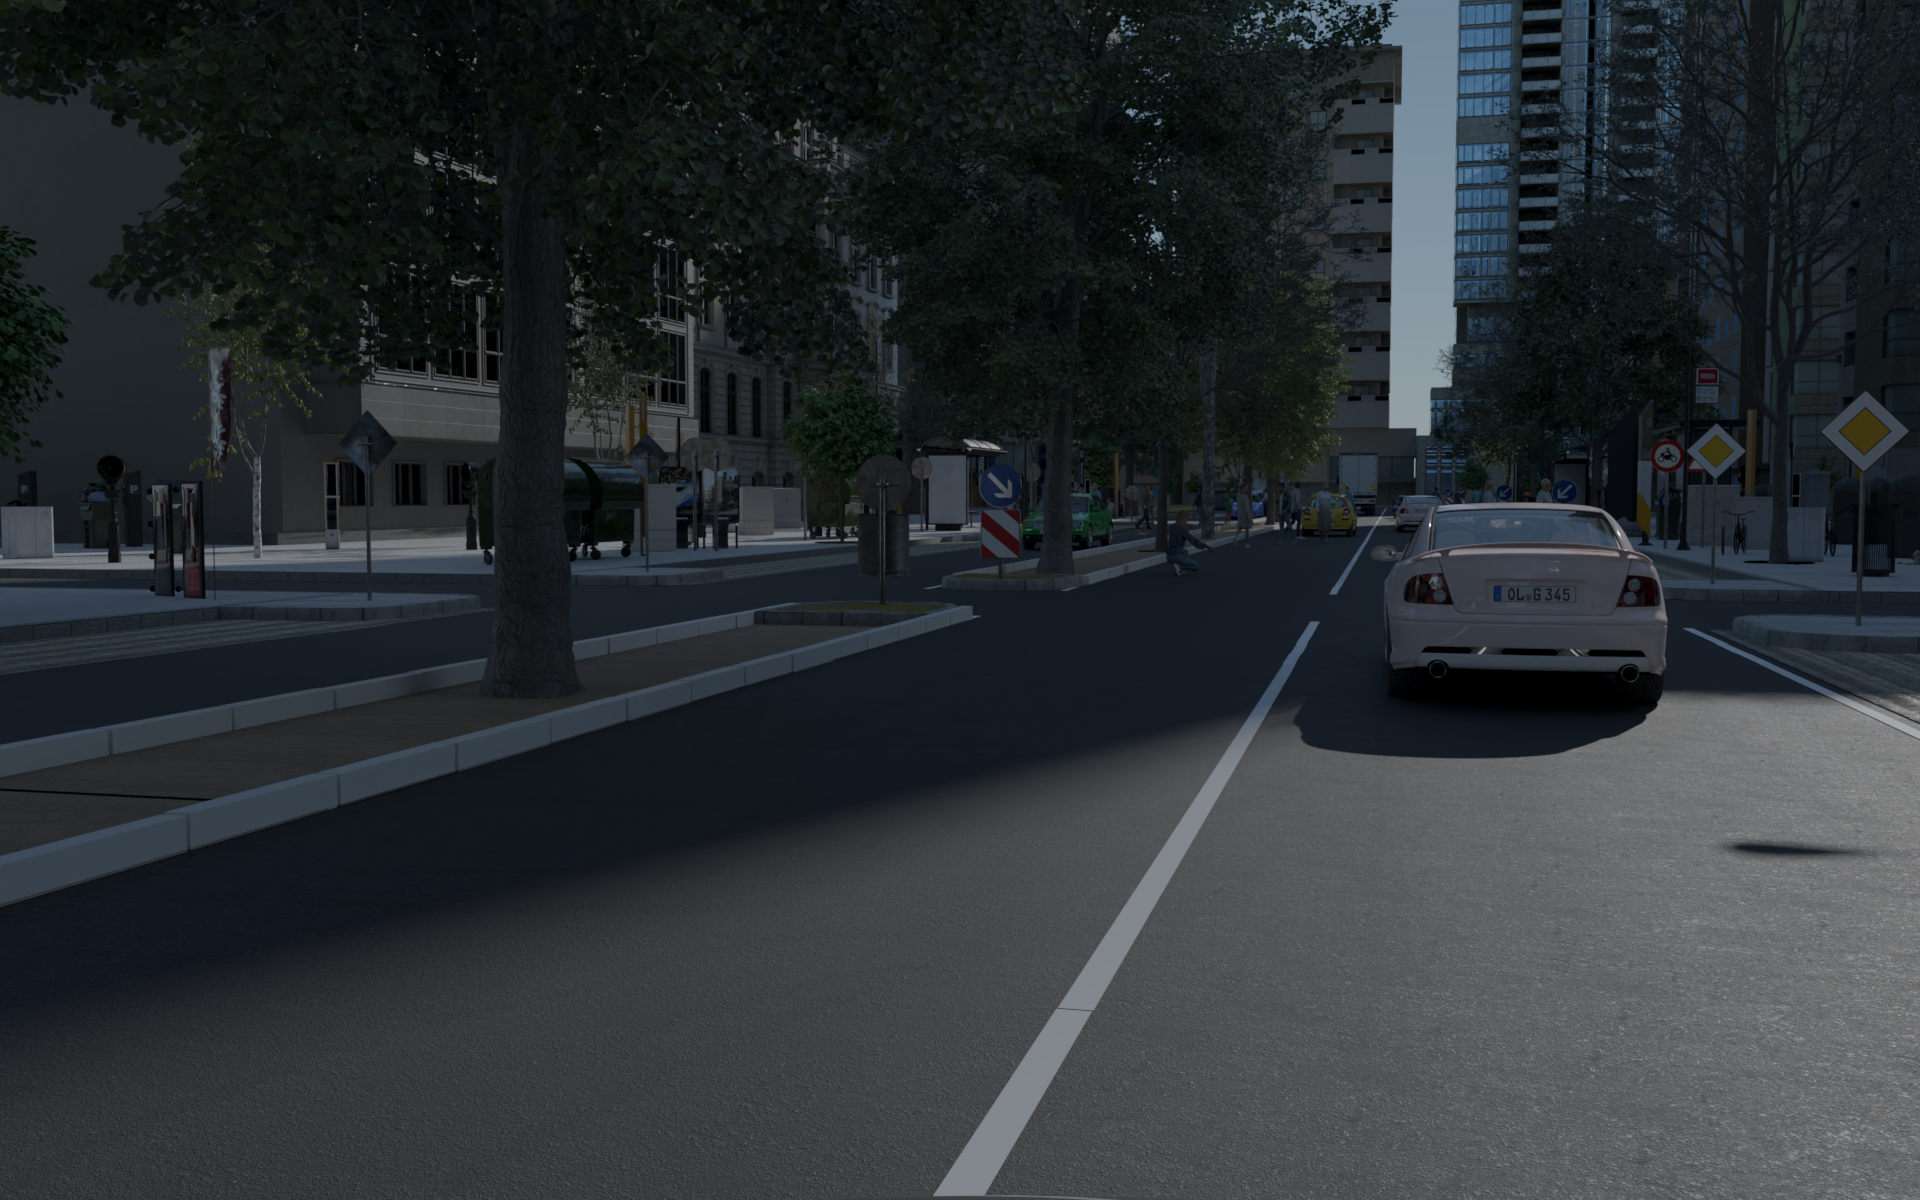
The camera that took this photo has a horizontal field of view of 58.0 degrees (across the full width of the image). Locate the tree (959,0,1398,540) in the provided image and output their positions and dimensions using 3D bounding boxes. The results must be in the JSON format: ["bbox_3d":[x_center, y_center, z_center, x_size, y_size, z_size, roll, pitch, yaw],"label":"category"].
[{"bbox_3d":[6.807,-12.017,54.831,12.611,20.169,13.585,0,3,0],"label":"tree"}]

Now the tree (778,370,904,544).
[{"bbox_3d":[-3.112,-3.775,45.438,4.285,4.588,4.351,0,3,0],"label":"tree"}]

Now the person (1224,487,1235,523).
[{"bbox_3d":[13.184,-4.678,85.237,0.529,1.795,0.600,-3,4,-36],"label":"person"}]

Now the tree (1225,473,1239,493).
[{"bbox_3d":[25.345,-10.136,160.328,1.663,3.219,1.824,0,3,0],"label":"tree"}]

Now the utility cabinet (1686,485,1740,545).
[{"bbox_3d":[18.601,-2.086,42.782,1.173,1.500,0.318,1,4,22],"label":"utility cabinet"}]

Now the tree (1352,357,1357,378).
[{"bbox_3d":[14.301,-9.742,79.872,7.486,12.596,7.792,0,3,0],"label":"tree"}]

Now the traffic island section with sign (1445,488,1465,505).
[{"bbox_3d":[35.667,-7.050,123.901,1.989,1.847,2.006,1,4,14],"label":"traffic island section with sign"}]

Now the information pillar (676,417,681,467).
[{"bbox_3d":[-8.588,-3.760,52.826,0.183,3.616,0.504,-1,4,-17],"label":"information pillar"}]

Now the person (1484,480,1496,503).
[{"bbox_3d":[13.077,-2.083,42.915,0.624,1.780,0.694,1,4,16],"label":"person"}]

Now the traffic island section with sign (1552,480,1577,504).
[{"bbox_3d":[16.728,-2.437,48.476,1.989,1.847,2.006,1,4,14],"label":"traffic island section with sign"}]

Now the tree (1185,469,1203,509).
[{"bbox_3d":[17.214,-8.150,127.846,1.663,3.219,1.824,0,3,0],"label":"tree"}]

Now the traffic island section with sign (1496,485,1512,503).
[{"bbox_3d":[23.288,-4.036,74.624,1.989,1.847,2.006,1,4,14],"label":"traffic island section with sign"}]

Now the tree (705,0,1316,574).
[{"bbox_3d":[1.696,-7.405,30.190,9.857,13.997,8.962,0,3,0],"label":"tree"}]

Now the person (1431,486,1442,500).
[{"bbox_3d":[23.790,-4.782,86.677,0.713,1.824,0.794,-2,4,-25],"label":"person"}]

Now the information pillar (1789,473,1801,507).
[{"bbox_3d":[29.212,-3.432,60.601,0.304,2.012,0.304,1,4,15],"label":"information pillar"}]

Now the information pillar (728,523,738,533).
[{"bbox_3d":[-7.510,-3.231,57.317,0.304,2.012,0.304,1,4,8],"label":"information pillar"}]

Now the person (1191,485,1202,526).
[{"bbox_3d":[10.801,-4.266,78.227,0.794,1.824,0.713,0,4,-6],"label":"person"}]

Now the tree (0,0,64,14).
[{"bbox_3d":[-4.928,-5.074,3.547,7.486,12.596,7.792,0,3,0],"label":"tree"}]

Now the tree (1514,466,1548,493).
[{"bbox_3d":[30.849,-6.026,93.131,1.663,3.219,1.824,0,3,0],"label":"tree"}]

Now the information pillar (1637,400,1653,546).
[{"bbox_3d":[17.053,-3.166,43.112,0.504,3.616,0.183,-3,4,-36],"label":"information pillar"}]

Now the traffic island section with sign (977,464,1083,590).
[{"bbox_3d":[0.768,-1.139,26.760,2.006,1.907,1.989,1,4,14],"label":"traffic island section with sign"}]

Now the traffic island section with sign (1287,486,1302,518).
[{"bbox_3d":[19.067,-5.597,99.645,2.006,1.907,1.989,1,4,14],"label":"traffic island section with sign"}]

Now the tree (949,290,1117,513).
[{"bbox_3d":[3.011,-8.568,74.507,8.767,10.594,7.601,2,4,28],"label":"tree"}]

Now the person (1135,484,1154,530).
[{"bbox_3d":[7.400,-3.719,69.209,0.836,1.842,0.656,-1,4,-15],"label":"person"}]

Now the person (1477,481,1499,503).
[{"bbox_3d":[14.411,-2.353,47.308,0.601,1.785,0.444,2,4,24],"label":"person"}]

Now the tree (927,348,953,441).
[{"bbox_3d":[-1.898,-8.178,84.078,4.360,8.622,3.978,0,3,0],"label":"tree"}]

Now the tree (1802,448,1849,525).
[{"bbox_3d":[36.408,-4.810,73.250,1.663,3.219,1.824,0,3,0],"label":"tree"}]

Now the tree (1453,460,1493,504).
[{"bbox_3d":[46.546,-10.588,156.823,4.285,4.588,4.351,0,3,0],"label":"tree"}]

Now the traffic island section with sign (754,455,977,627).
[{"bbox_3d":[-1.047,-0.700,19.578,2.006,1.907,1.989,1,4,14],"label":"traffic island section with sign"}]

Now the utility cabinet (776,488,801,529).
[{"bbox_3d":[-6.404,-3.330,63.123,1.173,1.500,0.318,-1,4,-15],"label":"utility cabinet"}]

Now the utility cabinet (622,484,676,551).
[{"bbox_3d":[-6.926,-1.829,38.581,1.173,1.500,0.318,-2,4,-35],"label":"utility cabinet"}]

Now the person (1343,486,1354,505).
[{"bbox_3d":[19.946,-4.948,89.268,0.638,1.841,0.748,3,5,43],"label":"person"}]

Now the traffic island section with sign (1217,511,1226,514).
[{"bbox_3d":[19.941,-7.254,127.226,1.989,1.847,2.006,1,4,14],"label":"traffic island section with sign"}]

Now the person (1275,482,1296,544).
[{"bbox_3d":[9.407,-2.532,50.250,0.721,1.781,0.623,-3,5,-41],"label":"person"}]

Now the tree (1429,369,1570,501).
[{"bbox_3d":[33.161,-10.371,103.986,7.601,10.594,8.767,2,4,33],"label":"tree"}]

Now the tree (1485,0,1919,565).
[{"bbox_3d":[14.937,-7.405,31.442,12.009,13.543,11.850,0,3,0],"label":"tree"}]

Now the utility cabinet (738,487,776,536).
[{"bbox_3d":[-6.250,-2.708,52.962,0.318,1.500,1.173,3,5,44],"label":"utility cabinet"}]

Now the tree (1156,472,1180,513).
[{"bbox_3d":[14.263,-7.613,119.066,1.663,3.219,1.824,0,3,0],"label":"tree"}]

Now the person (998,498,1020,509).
[{"bbox_3d":[1.162,-1.977,41.659,0.563,1.720,0.643,-1,4,-15],"label":"person"}]

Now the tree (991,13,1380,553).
[{"bbox_3d":[4.964,-7.905,42.069,12.009,13.543,11.850,0,3,0],"label":"tree"}]

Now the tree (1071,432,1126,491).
[{"bbox_3d":[7.070,-6.519,90.298,4.285,4.588,4.351,0,3,0],"label":"tree"}]

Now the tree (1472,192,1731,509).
[{"bbox_3d":[24.506,-9.113,66.010,9.611,12.733,9.660,0,3,0],"label":"tree"}]

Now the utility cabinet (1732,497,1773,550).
[{"bbox_3d":[18.475,-1.771,40.110,1.020,1.237,0.306,1,4,16],"label":"utility cabinet"}]

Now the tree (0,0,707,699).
[{"bbox_3d":[-3.067,-6.297,12.064,9.857,13.997,8.962,0,3,0],"label":"tree"}]

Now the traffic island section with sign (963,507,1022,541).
[{"bbox_3d":[1.276,-2.708,52.904,1.989,1.847,2.006,1,4,14],"label":"traffic island section with sign"}]

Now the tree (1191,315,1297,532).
[{"bbox_3d":[10.472,-6.836,64.589,4.360,8.622,3.978,0,3,0],"label":"tree"}]

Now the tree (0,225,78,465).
[{"bbox_3d":[-10.588,-2.052,17.258,4.285,4.588,4.351,0,3,0],"label":"tree"}]

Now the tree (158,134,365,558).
[{"bbox_3d":[-14.064,-5.158,34.696,4.737,8.622,4.395,0,3,0],"label":"tree"}]

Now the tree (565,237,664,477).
[{"bbox_3d":[-9.605,-5.862,46.214,4.360,8.622,3.978,0,3,0],"label":"tree"}]

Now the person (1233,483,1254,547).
[{"bbox_3d":[7.579,-2.268,46.338,0.466,1.731,0.760,2,4,33],"label":"person"}]

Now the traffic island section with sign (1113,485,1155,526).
[{"bbox_3d":[7.839,-4.307,79.051,1.989,1.847,2.006,1,4,14],"label":"traffic island section with sign"}]

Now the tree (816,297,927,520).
[{"bbox_3d":[-3.758,-7.037,65.412,4.360,8.622,3.978,0,3,0],"label":"tree"}]

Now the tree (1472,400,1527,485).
[{"bbox_3d":[36.579,-10.160,116.477,4.360,8.622,3.978,0,3,0],"label":"tree"}]

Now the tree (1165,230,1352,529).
[{"bbox_3d":[11.691,-9.169,70.499,7.486,12.596,7.792,0,3,0],"label":"tree"}]
